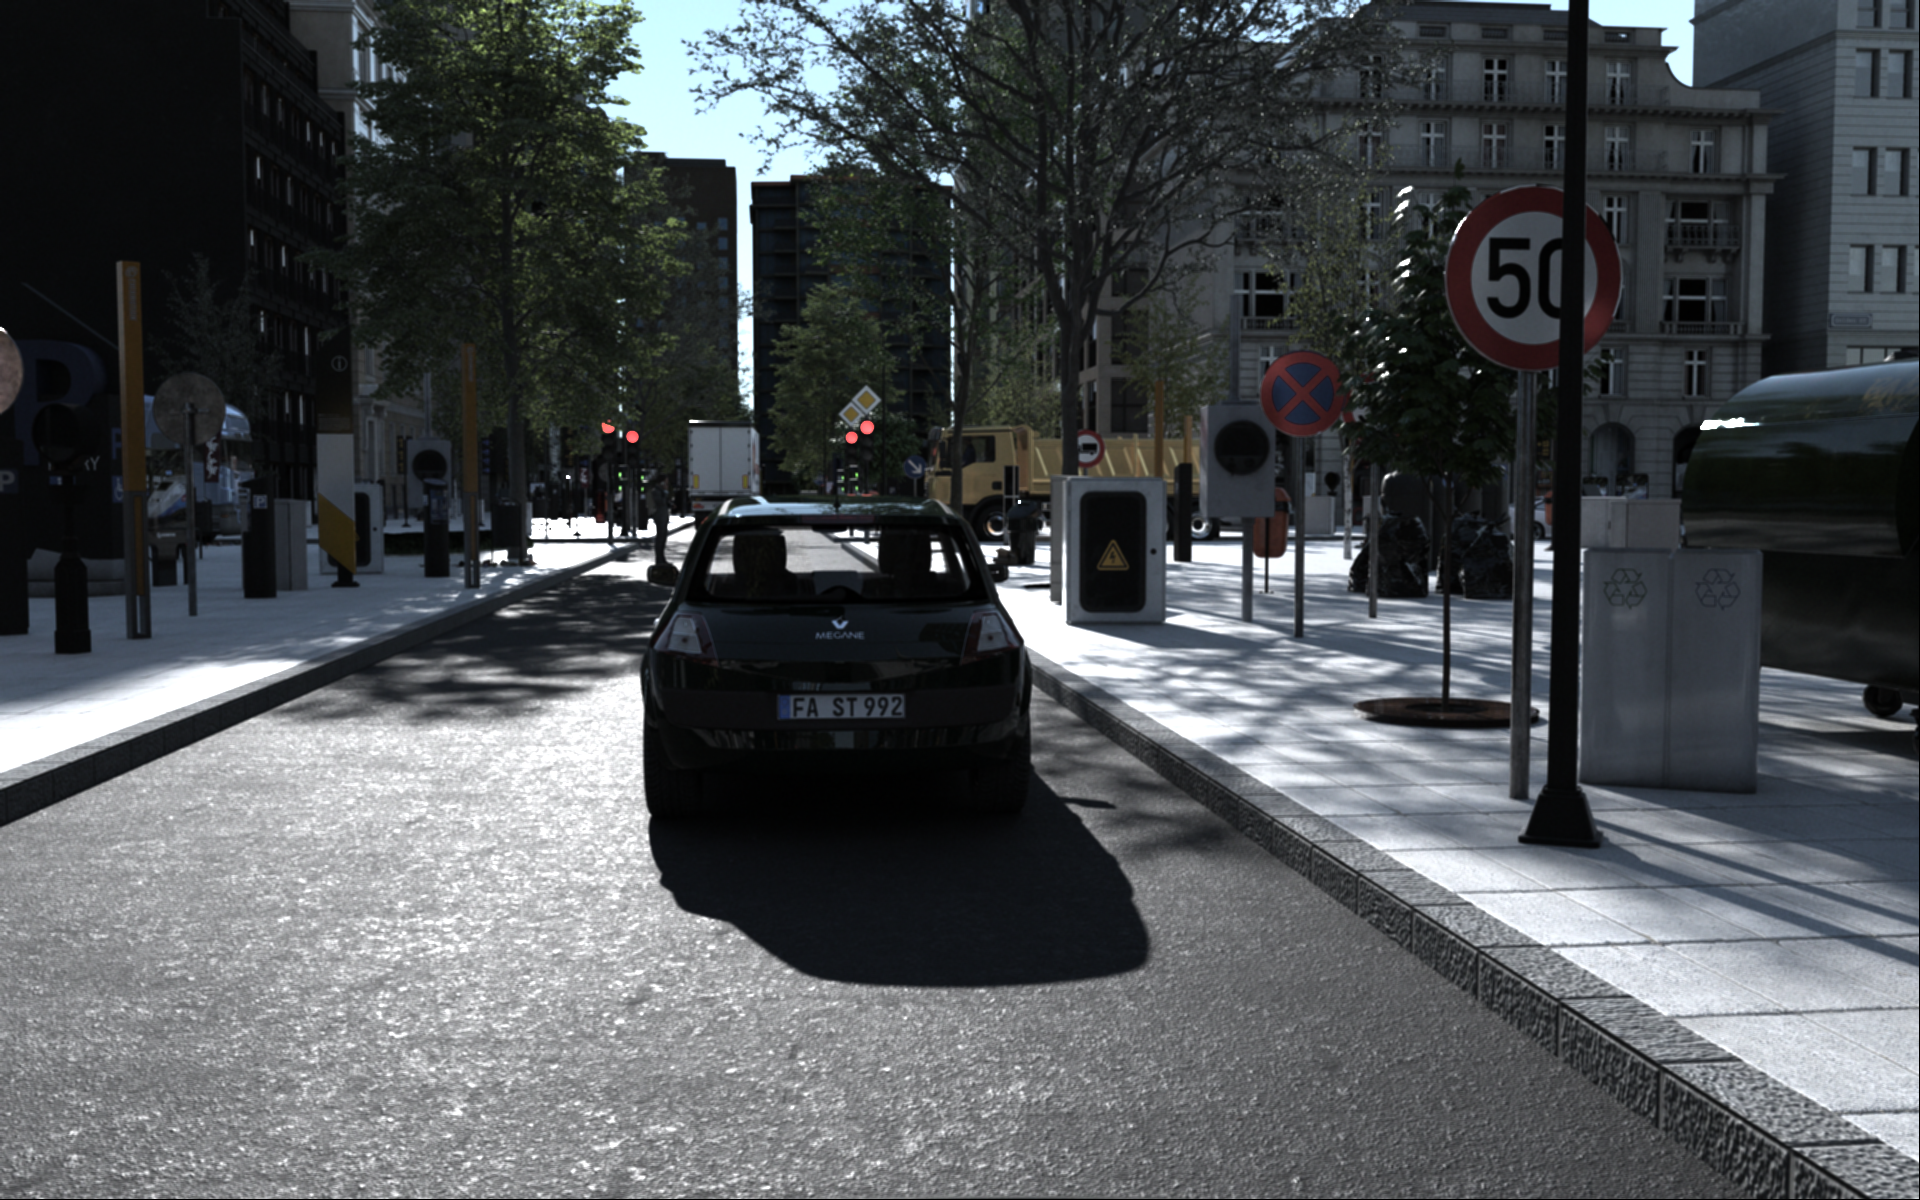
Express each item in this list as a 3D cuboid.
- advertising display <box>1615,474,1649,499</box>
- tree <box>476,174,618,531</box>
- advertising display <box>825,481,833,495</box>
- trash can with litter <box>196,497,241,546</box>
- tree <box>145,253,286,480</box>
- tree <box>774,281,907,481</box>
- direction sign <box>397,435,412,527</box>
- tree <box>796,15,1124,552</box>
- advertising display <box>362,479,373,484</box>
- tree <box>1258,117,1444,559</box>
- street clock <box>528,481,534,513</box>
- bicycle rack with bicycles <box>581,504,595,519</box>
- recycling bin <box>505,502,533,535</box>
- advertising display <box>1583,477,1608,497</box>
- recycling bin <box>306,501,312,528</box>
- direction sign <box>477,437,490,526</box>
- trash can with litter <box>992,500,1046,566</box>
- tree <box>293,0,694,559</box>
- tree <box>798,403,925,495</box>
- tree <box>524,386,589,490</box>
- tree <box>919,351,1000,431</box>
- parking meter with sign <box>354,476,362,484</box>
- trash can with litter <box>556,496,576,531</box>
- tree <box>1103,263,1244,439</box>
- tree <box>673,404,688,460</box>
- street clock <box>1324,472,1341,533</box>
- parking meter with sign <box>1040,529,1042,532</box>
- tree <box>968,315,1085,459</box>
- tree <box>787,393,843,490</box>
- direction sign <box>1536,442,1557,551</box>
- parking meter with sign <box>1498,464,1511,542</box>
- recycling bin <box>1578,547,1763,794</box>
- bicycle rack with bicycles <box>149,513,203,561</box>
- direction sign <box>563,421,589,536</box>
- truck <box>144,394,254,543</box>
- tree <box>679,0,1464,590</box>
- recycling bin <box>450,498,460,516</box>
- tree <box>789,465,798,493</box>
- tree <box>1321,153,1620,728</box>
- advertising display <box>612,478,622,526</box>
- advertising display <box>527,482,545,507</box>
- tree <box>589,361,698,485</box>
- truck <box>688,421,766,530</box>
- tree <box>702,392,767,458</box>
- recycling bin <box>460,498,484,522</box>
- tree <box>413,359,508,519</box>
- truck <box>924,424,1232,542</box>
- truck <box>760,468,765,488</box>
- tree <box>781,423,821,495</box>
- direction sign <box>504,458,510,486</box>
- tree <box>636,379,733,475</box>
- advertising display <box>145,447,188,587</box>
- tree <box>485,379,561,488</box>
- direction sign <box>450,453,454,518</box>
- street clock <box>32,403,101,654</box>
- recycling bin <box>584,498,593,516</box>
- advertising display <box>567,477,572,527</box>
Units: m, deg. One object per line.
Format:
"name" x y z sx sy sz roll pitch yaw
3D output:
"advertising display" 21.383 -3.054 55.147 0.974 1.923 0.123 2 4 25
"tree" -11.514 -9.155 60.052 12.009 13.543 11.850 0 3 0
"advertising display" -6.065 -4.829 84.167 0.974 1.923 0.123 1 4 13
"trash can with litter" -18.498 -1.957 43.058 2.233 1.210 1.678 0 4 -6
"tree" -22.394 -6.254 52.623 4.360 8.622 3.978 0 3 0
"tree" -6.569 -10.681 92.759 7.486 12.596 7.792 0 3 0
"direction sign" -21.567 -4.609 67.353 0.379 3.537 0.876 1 4 21
"tree" 0.046 -6.862 37.954 9.928 11.665 9.643 0 3 0
"advertising display" -26.221 -4.352 76.370 0.974 1.923 0.123 2 4 33
"tree" 7.659 -5.092 33.613 4.360 8.622 3.978 0 3 0
"street clock" -24.267 -5.725 98.180 0.358 2.002 0.471 1 4 18
"bicycle rack with bicycles" -17.632 -4.616 88.847 2.925 0.926 2.852 1 4 11
"recycling bin" -13.834 -2.552 54.274 0.722 1.027 0.722 -2 4 -27
"advertising display" 24.134 -3.708 65.840 0.974 1.923 0.123 -1 4 -9
"recycling bin" -25.205 -3.268 65.984 0.722 1.027 0.722 3 5 41
"direction sign" -19.147 -4.714 69.065 0.876 3.537 0.379 -3 5 -41
"trash can with litter" 1.053 -1.217 31.277 0.624 1.170 1.055 2 4 32
"tree" -9.178 -7.112 34.402 7.486 12.596 7.792 0 3 0
"tree" -2.897 -4.641 59.596 4.285 4.588 4.351 0 3 0
"tree" -24.889 -9.748 109.745 4.737 8.622 4.395 0 3 0
"tree" 0.180 -8.355 86.967 4.737 8.622 4.395 0 3 0
"parking meter with sign" -25.263 -4.644 72.188 1.738 3.016 0.543 -1 4 -16
"trash can with litter" -14.760 -2.995 60.031 2.233 1.210 1.678 -3 5 -42
"tree" 6.683 -6.380 54.681 4.737 8.622 4.395 0 3 0
"tree" -20.065 -12.938 137.288 9.928 11.665 9.643 0 3 0
"street clock" 12.277 -3.215 57.132 0.471 2.002 0.358 3 4 38
"parking meter with sign" 1.937 -3.841 59.060 1.738 3.016 0.543 0 4 -5
"tree" 2.831 -7.369 70.848 4.360 8.622 3.978 0 3 0
"tree" -9.633 -10.368 119.875 4.737 8.622 4.395 0 3 0
"direction sign" 13.433 -2.883 39.141 0.876 3.537 0.379 3 5 40
"parking meter with sign" 10.684 -2.346 34.611 0.543 3.016 1.738 0 4 6
"recycling bin" 3.206 0.289 7.822 0.722 1.027 0.722 1 4 23
"bicycle rack with bicycles" -15.782 -1.233 33.537 2.852 0.926 2.925 0 4 3
"direction sign" -11.630 -3.701 52.501 0.379 3.537 0.876 3 5 43
"truck" -27.609 -3.379 45.007 18.799 4.110 2.967 0 4 -6
"tree" 1.525 -6.894 23.089 12.009 13.543 11.850 0 3 0
"recycling bin" -29.509 -5.408 100.976 0.722 1.027 0.722 -2 4 -27
"tree" -12.039 -9.478 138.686 4.285 4.588 4.351 0 3 0
"tree" 2.934 -0.936 9.911 1.663 3.219 1.824 0 3 0
"advertising display" -13.799 -3.970 70.124 0.123 1.923 0.974 1 4 22
"advertising display" -22.994 -5.460 94.486 0.974 1.923 0.123 0 4 4
"tree" -15.127 -8.290 85.910 4.737 8.622 4.395 0 3 0
"truck" -9.693 -5.109 72.447 2.839 4.237 11.283 0 4 -5
"tree" -25.882 -17.339 190.141 9.857 13.997 8.962 0 3 0
"recycling bin" -22.097 -4.044 78.675 0.722 1.027 0.722 1 4 12
"tree" -25.228 -8.370 87.207 4.737 8.622 4.395 0 3 0
"truck" 3.027 -3.279 49.541 9.791 3.379 3.469 0 4 -5
"truck" -20.923 -11.167 172.343 2.967 4.110 18.799 0 4 -6
"tree" -14.813 -12.836 160.236 4.360 8.622 3.978 0 3 0
"direction sign" -28.249 -7.135 108.652 0.379 3.537 0.876 2 4 34
"tree" -19.578 -11.728 126.158 8.767 10.594 7.601 -1 4 -20
"advertising display" -11.108 -1.157 24.138 0.123 1.923 0.974 1 4 16
"tree" -25.218 -9.205 100.869 4.360 8.622 3.978 0 3 0
"direction sign" -26.995 -6.085 91.485 0.876 3.537 0.379 3 5 41
"street clock" -7.164 -0.573 13.931 0.471 2.002 0.358 1 4 15
"recycling bin" -22.072 -5.585 103.868 0.722 1.027 0.722 -3 5 -39
"advertising display" -15.090 -3.774 66.924 0.123 1.923 0.974 -1 4 -9
